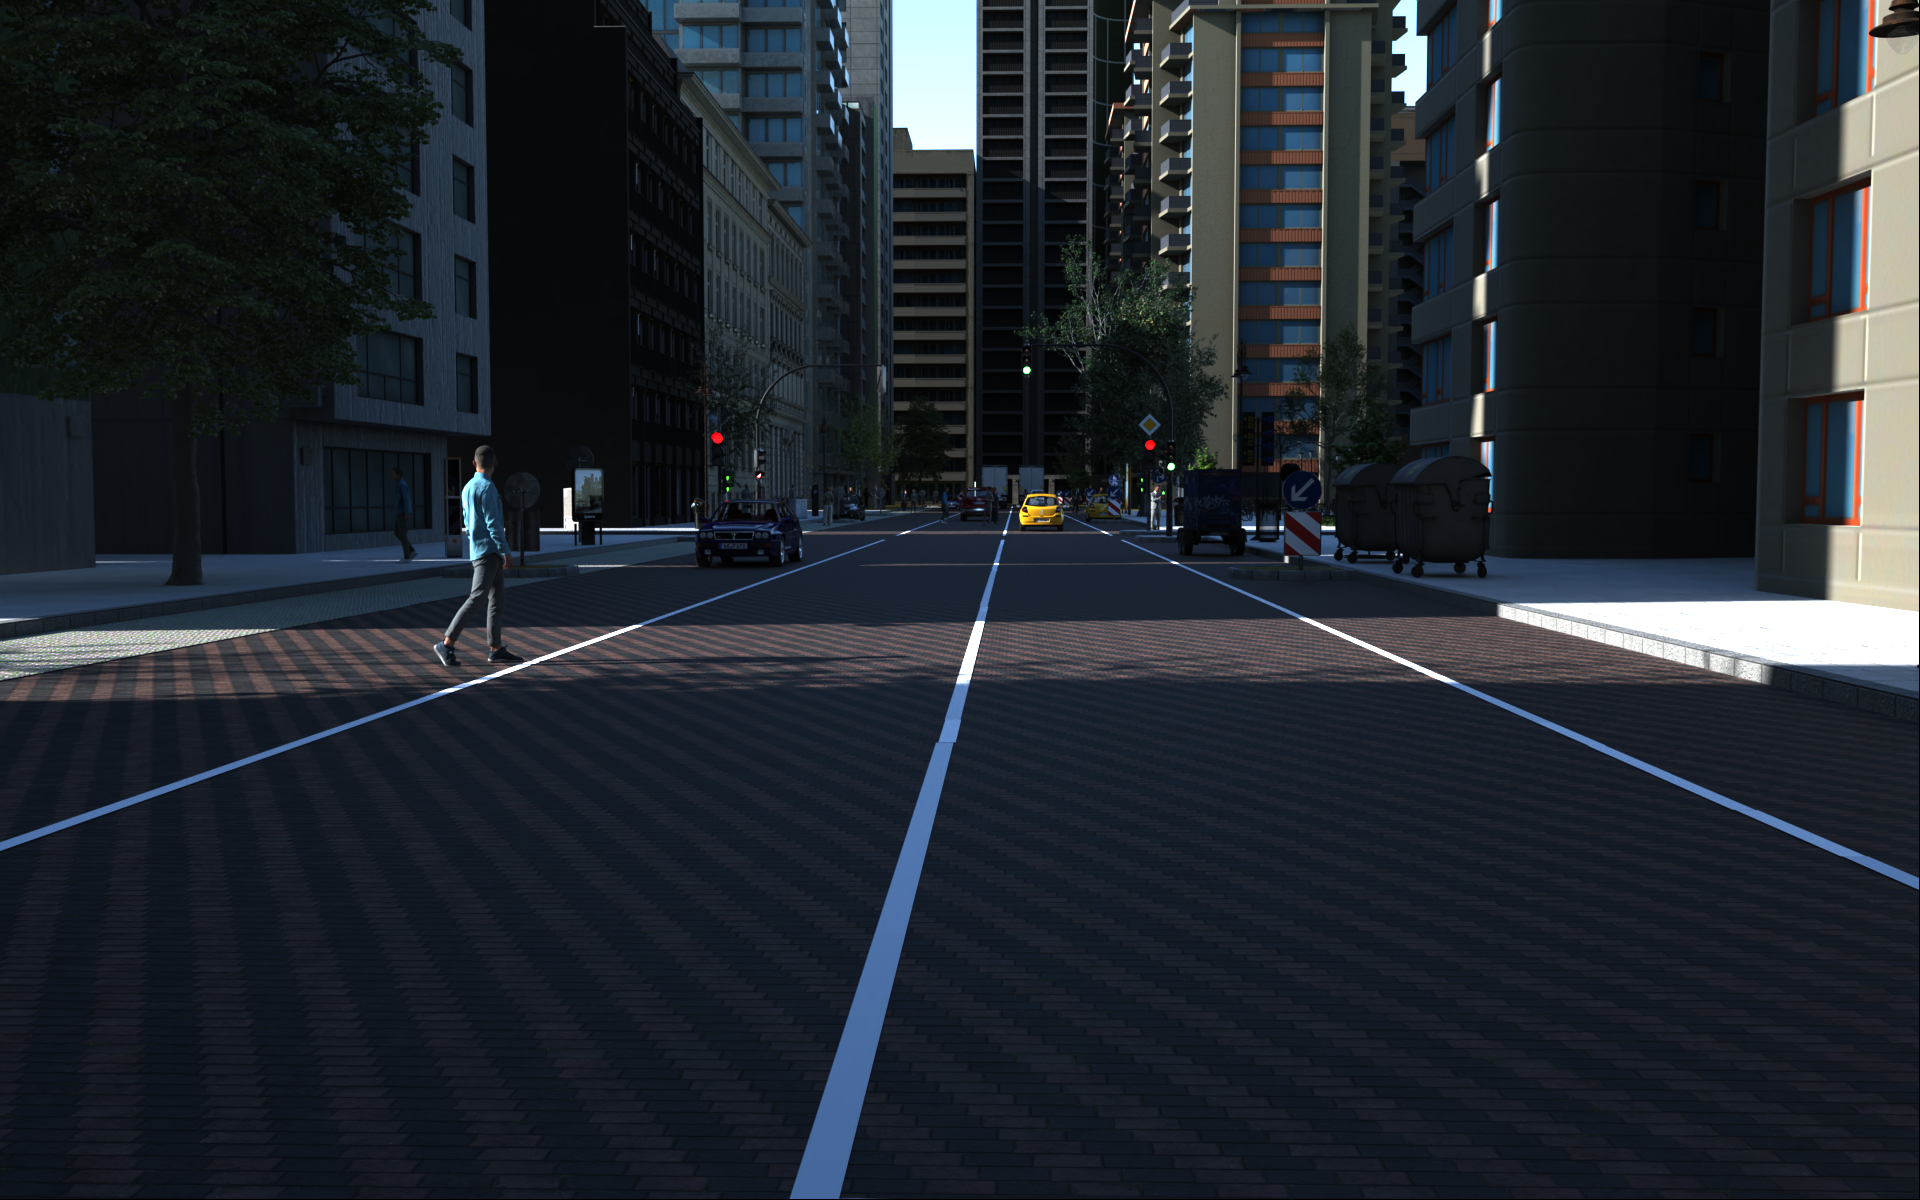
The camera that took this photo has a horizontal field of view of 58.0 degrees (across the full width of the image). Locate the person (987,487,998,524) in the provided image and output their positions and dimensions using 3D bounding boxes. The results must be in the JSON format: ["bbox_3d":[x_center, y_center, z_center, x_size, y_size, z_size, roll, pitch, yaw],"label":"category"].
[{"bbox_3d":[1.613,-4.481,82.178,0.534,1.772,0.576,-2,4,-31],"label":"person"}]

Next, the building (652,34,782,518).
[{"bbox_3d":[-19.812,-16.045,95.620,16.112,22.955,30.059,0,4,2],"label":"building"}]

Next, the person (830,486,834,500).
[{"bbox_3d":[-8.168,-6.393,110.916,0.624,1.780,0.694,-1,4,-14],"label":"person"}]

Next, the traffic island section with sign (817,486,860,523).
[{"bbox_3d":[-5.982,-4.714,85.707,1.989,1.847,2.006,0,4,2],"label":"traffic island section with sign"}]

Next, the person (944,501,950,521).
[{"bbox_3d":[-0.714,-4.908,93.423,0.352,1.250,0.332,3,4,38],"label":"person"}]

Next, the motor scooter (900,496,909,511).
[{"bbox_3d":[-4.756,-8.237,147.447,0.815,1.314,1.986,0,4,1],"label":"motor scooter"}]

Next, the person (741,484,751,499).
[{"bbox_3d":[-10.849,-4.971,87.592,0.520,1.790,0.573,-1,4,-20],"label":"person"}]

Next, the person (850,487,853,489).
[{"bbox_3d":[-8.689,-8.079,138.217,0.705,1.814,1.350,1,4,17],"label":"person"}]

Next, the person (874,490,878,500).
[{"bbox_3d":[-7.143,-8.706,149.050,0.551,1.740,0.621,-1,4,-16],"label":"person"}]

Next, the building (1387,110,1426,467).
[{"bbox_3d":[46.084,-33.597,199.415,14.200,45.320,14.600,0,4,2],"label":"building"}]

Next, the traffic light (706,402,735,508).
[{"bbox_3d":[-7.328,-3.911,52.873,0.839,4.253,0.868,0,4,2],"label":"traffic light"}]

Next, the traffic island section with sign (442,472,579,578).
[{"bbox_3d":[-7.773,-1.326,30.309,1.989,1.847,2.006,0,4,2],"label":"traffic island section with sign"}]

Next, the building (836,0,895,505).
[{"bbox_3d":[-18.489,-46.458,197.833,20.611,71.187,20.563,0,4,2],"label":"building"}]

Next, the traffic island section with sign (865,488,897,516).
[{"bbox_3d":[-5.110,-6.362,112.648,1.989,1.847,2.006,0,4,2],"label":"traffic island section with sign"}]

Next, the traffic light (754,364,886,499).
[{"bbox_3d":[-4.976,-5.269,60.822,4.771,5.953,1.251,0,4,2],"label":"traffic light"}]

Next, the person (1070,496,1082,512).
[{"bbox_3d":[9.190,-7.827,137.173,1.217,1.736,0.721,-2,4,-35],"label":"person"}]

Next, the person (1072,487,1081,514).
[{"bbox_3d":[8.127,-6.901,120.688,0.648,1.900,0.474,-1,4,-15],"label":"person"}]

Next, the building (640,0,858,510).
[{"bbox_3d":[-21.499,-32.504,151.054,23.786,49.044,30.456,0,4,2],"label":"building"}]

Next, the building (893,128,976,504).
[{"bbox_3d":[-8.441,-37.215,232.172,21.600,48.544,21.300,0,4,2],"label":"building"}]

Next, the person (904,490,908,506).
[{"bbox_3d":[-5.970,-10.974,186.278,0.742,1.727,0.445,-2,4,-23],"label":"person"}]

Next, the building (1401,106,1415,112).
[{"bbox_3d":[59.389,-39.434,233.988,27.495,52.752,28.713,0,4,2],"label":"building"}]

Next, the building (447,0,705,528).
[{"bbox_3d":[-18.253,-14.853,72.523,12.332,23.373,15.834,0,4,2],"label":"building"}]

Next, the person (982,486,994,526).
[{"bbox_3d":[1.211,-4.148,76.666,0.374,1.781,0.599,-3,4,-36],"label":"person"}]

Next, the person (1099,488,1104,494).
[{"bbox_3d":[11.451,-8.178,139.890,0.705,1.807,1.348,2,4,33],"label":"person"}]

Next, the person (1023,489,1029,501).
[{"bbox_3d":[4.680,-6.871,121.184,0.721,1.781,0.623,-3,5,-40],"label":"person"}]

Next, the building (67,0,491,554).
[{"bbox_3d":[-19.900,-16.592,42.977,14.107,30.474,14.160,0,4,2],"label":"building"}]

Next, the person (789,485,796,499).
[{"bbox_3d":[-9.505,-5.640,98.380,0.709,1.813,0.853,3,5,44],"label":"person"}]

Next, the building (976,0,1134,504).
[{"bbox_3d":[12.648,-48.463,230.621,20.611,71.187,20.563,0,4,2],"label":"building"}]

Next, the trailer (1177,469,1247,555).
[{"bbox_3d":[5.927,-2.108,41.518,1.471,1.999,3.904,0,3,0],"label":"trailer"}]

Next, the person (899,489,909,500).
[{"bbox_3d":[-6.016,-10.849,183.409,1.348,1.826,0.705,-3,5,-40],"label":"person"}]

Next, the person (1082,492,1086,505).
[{"bbox_3d":[14.410,-11.771,199.293,0.721,1.735,1.217,-3,4,-36],"label":"person"}]

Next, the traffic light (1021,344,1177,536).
[{"bbox_3d":[4.234,-4.753,52.376,4.771,5.953,1.251,0,4,2],"label":"traffic light"}]

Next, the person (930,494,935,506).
[{"bbox_3d":[-3.155,-11.441,198.741,0.628,1.438,0.799,0,4,-8],"label":"person"}]

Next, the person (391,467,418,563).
[{"bbox_3d":[-10.309,-1.575,32.134,0.444,1.785,0.601,-1,4,-9],"label":"person"}]

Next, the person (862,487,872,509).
[{"bbox_3d":[-8.286,-9.062,153.836,0.705,1.869,1.348,3,4,39],"label":"person"}]

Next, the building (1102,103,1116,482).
[{"bbox_3d":[27.266,-32.858,191.858,22.147,44.769,28.867,0,4,2],"label":"building"}]

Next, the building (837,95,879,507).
[{"bbox_3d":[-15.726,-29.954,173.348,14.154,41.232,14.086,0,4,2],"label":"building"}]

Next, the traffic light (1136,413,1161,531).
[{"bbox_3d":[6.585,-4.374,60.431,0.839,4.253,0.868,0,4,2],"label":"traffic light"}]

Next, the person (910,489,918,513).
[{"bbox_3d":[-3.459,-7.441,130.348,0.537,1.800,0.526,1,4,15],"label":"person"}]

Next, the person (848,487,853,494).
[{"bbox_3d":[-8.814,-7.822,134.142,1.509,1.804,0.699,-2,4,-25],"label":"person"}]

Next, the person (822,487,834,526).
[{"bbox_3d":[-5.965,-4.228,78.178,0.519,1.759,0.362,-1,4,-19],"label":"person"}]

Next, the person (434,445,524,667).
[{"bbox_3d":[-4.069,-0.381,14.597,0.748,1.841,0.638,-1,4,-20],"label":"person"}]

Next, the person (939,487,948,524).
[{"bbox_3d":[-0.776,-4.574,83.626,0.444,1.785,0.601,0,4,4],"label":"person"}]

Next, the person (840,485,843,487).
[{"bbox_3d":[-7.499,-6.348,109.615,0.755,1.850,0.659,0,4,4],"label":"person"}]

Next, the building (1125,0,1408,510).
[{"bbox_3d":[25.473,-30.237,148.998,22.147,44.769,28.867,0,4,2],"label":"building"}]

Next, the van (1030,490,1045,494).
[{"bbox_3d":[7.251,-9.492,162.212,2.013,2.044,4.112,0,4,2],"label":"van"}]

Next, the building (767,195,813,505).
[{"bbox_3d":[-16.893,-17.873,121.108,11.050,23.489,19.941,0,4,2],"label":"building"}]

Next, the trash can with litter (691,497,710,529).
[{"bbox_3d":[-9.266,-3.184,63.439,1.055,1.170,0.624,-2,4,-28],"label":"trash can with litter"}]

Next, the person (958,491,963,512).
[{"bbox_3d":[0.148,-8.013,140.453,0.436,1.711,0.756,-2,4,-32],"label":"person"}]

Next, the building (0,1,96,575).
[{"bbox_3d":[-22.291,-20.716,22.307,14.154,41.232,14.086,0,4,2],"label":"building"}]

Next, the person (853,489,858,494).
[{"bbox_3d":[-8.670,-8.301,142.488,1.217,1.735,0.721,2,4,32],"label":"person"}]

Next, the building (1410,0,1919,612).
[{"bbox_3d":[24.551,-11.175,27.756,27.650,21.520,28.899,0,4,2],"label":"building"}]

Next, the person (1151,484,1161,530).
[{"bbox_3d":[7.293,-3.386,64.046,0.511,1.800,0.466,-3,4,-37],"label":"person"}]

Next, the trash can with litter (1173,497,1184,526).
[{"bbox_3d":[8.806,-3.574,69.822,0.624,1.170,1.055,0,4,1],"label":"trash can with litter"}]

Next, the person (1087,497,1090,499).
[{"bbox_3d":[12.076,-9.409,160.012,0.705,1.807,1.348,2,4,26],"label":"person"}]

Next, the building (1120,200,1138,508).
[{"bbox_3d":[22.749,-24.421,170.981,14.160,30.474,14.107,0,4,2],"label":"building"}]

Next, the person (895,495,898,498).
[{"bbox_3d":[-8.343,-12.661,215.517,1.348,1.824,0.705,2,4,26],"label":"person"}]
